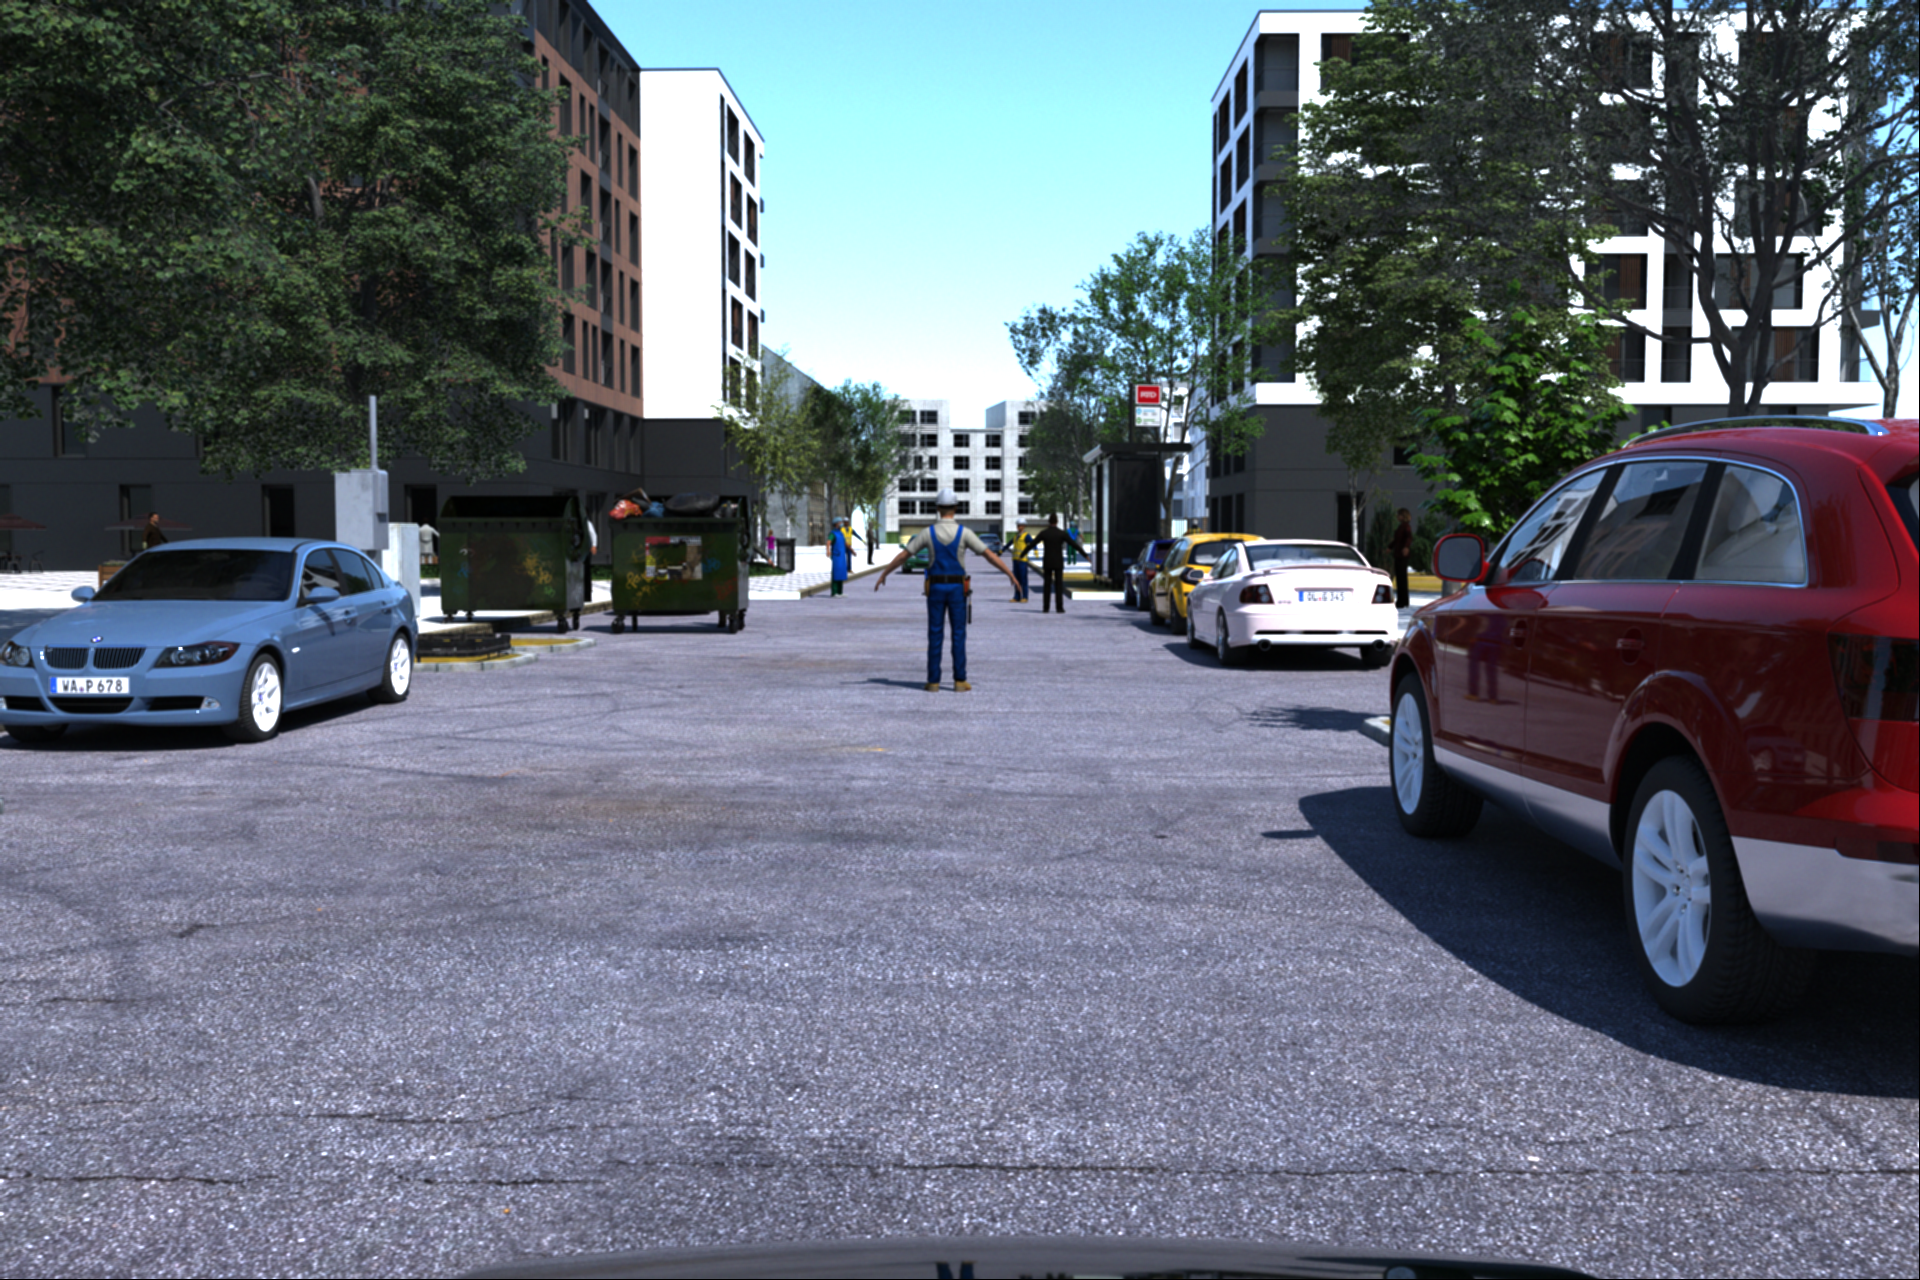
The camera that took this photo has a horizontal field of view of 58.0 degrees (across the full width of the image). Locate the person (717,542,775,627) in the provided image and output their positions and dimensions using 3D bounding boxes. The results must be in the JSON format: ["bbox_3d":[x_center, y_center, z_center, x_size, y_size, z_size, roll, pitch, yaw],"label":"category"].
[{"bbox_3d":[-3.536,-1.097,26.657,1.348,1.796,0.705,-1,4,-13],"label":"person"}]

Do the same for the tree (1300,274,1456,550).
[{"bbox_3d":[10.687,-5.938,47.444,4.360,8.622,3.978,0,3,0],"label":"tree"}]

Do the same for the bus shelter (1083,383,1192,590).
[{"bbox_3d":[4.301,-4.053,43.897,2.179,5.291,8.768,0,4,0],"label":"bus shelter"}]

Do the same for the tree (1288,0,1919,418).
[{"bbox_3d":[9.849,-6.808,21.681,12.009,13.543,11.850,0,3,0],"label":"tree"}]

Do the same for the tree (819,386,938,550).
[{"bbox_3d":[-6.914,-14.257,143.474,12.009,13.543,11.850,0,3,0],"label":"tree"}]

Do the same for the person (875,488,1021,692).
[{"bbox_3d":[-0.118,-0.459,15.819,1.347,1.847,0.705,0,4,3],"label":"person"}]

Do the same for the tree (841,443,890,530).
[{"bbox_3d":[-7.243,-11.259,134.448,4.737,8.622,4.395,0,3,0],"label":"tree"}]

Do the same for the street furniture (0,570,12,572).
[{"bbox_3d":[-31.697,-2.599,49.341,11.010,1.723,9.812,2,4,25],"label":"street furniture"}]

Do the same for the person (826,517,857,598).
[{"bbox_3d":[-2.726,-1.864,39.053,0.704,1.817,1.347,2,4,23],"label":"person"}]

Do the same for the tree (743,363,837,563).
[{"bbox_3d":[-7.728,-7.638,75.237,4.360,8.622,3.978,0,3,0],"label":"tree"}]

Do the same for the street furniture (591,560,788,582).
[{"bbox_3d":[-8.111,-2.073,49.523,5.734,0.657,10.072,0,4,8],"label":"street furniture"}]

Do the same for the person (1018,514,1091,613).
[{"bbox_3d":[1.700,-1.395,31.494,1.346,1.802,0.704,1,4,11],"label":"person"}]

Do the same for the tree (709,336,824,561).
[{"bbox_3d":[-7.393,-7.038,65.439,4.737,8.622,4.395,0,3,0],"label":"tree"}]

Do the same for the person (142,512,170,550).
[{"bbox_3d":[-19.764,-2.227,42.542,0.704,1.812,1.346,0,4,2],"label":"person"}]

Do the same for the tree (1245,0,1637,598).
[{"bbox_3d":[9.312,-7.080,33.887,7.486,12.596,7.792,0,3,0],"label":"tree"}]

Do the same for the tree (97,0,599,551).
[{"bbox_3d":[-11.748,-7.763,33.575,9.857,13.997,8.962,0,3,0],"label":"tree"}]

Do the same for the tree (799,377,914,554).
[{"bbox_3d":[-7.201,-11.473,113.343,9.928,11.665,9.643,0,3,0],"label":"tree"}]

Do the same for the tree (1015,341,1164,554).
[{"bbox_3d":[8.414,-12.183,109.563,12.009,13.543,11.850,0,3,0],"label":"tree"}]

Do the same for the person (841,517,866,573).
[{"bbox_3d":[-3.750,-3.131,57.155,1.349,1.833,0.705,-2,4,-24],"label":"person"}]

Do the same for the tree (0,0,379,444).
[{"bbox_3d":[-11.225,-6.818,18.129,9.857,13.997,8.962,0,3,0],"label":"tree"}]

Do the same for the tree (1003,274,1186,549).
[{"bbox_3d":[9.839,-16.465,125.093,12.611,20.169,13.585,0,3,0],"label":"tree"}]

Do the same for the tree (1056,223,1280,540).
[{"bbox_3d":[7.083,-8.138,58.817,9.928,11.665,9.643,0,3,0],"label":"tree"}]

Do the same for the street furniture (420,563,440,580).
[{"bbox_3d":[-16.725,-2.134,50.518,10.072,0.657,5.734,0,4,1],"label":"street furniture"}]

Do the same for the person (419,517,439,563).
[{"bbox_3d":[-16.895,-2.974,54.806,1.347,1.806,0.705,-1,4,-20],"label":"person"}]

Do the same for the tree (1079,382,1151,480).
[{"bbox_3d":[8.020,-8.118,83.093,4.360,8.622,3.978,0,3,0],"label":"tree"}]

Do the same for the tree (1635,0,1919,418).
[{"bbox_3d":[25.399,-11.878,50.090,12.611,20.169,13.585,0,3,0],"label":"tree"}]

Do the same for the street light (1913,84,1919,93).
[{"bbox_3d":[7.766,-2.463,13.056,0.468,5.910,1.993,0,4,1],"label":"street light"}]

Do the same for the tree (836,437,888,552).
[{"bbox_3d":[-7.005,-10.791,126.801,4.737,8.622,4.395,0,3,0],"label":"tree"}]

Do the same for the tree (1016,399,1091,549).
[{"bbox_3d":[8.420,-13.848,144.547,7.486,12.596,7.792,0,3,0],"label":"tree"}]

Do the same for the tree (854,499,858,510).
[{"bbox_3d":[-15.382,-17.223,231.953,4.737,8.622,4.395,0,3,0],"label":"tree"}]

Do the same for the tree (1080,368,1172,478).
[{"bbox_3d":[8.005,-7.700,76.252,4.360,8.622,3.978,0,3,0],"label":"tree"}]

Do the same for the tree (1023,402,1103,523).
[{"bbox_3d":[8.720,-12.886,136.440,9.928,11.665,9.643,0,3,0],"label":"tree"}]

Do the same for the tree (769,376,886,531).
[{"bbox_3d":[-7.832,-10.303,102.868,7.601,10.594,8.767,0,4,6],"label":"tree"}]

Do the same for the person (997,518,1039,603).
[{"bbox_3d":[1.217,-1.676,36.325,0.721,1.772,1.216,-3,5,-43],"label":"person"}]
